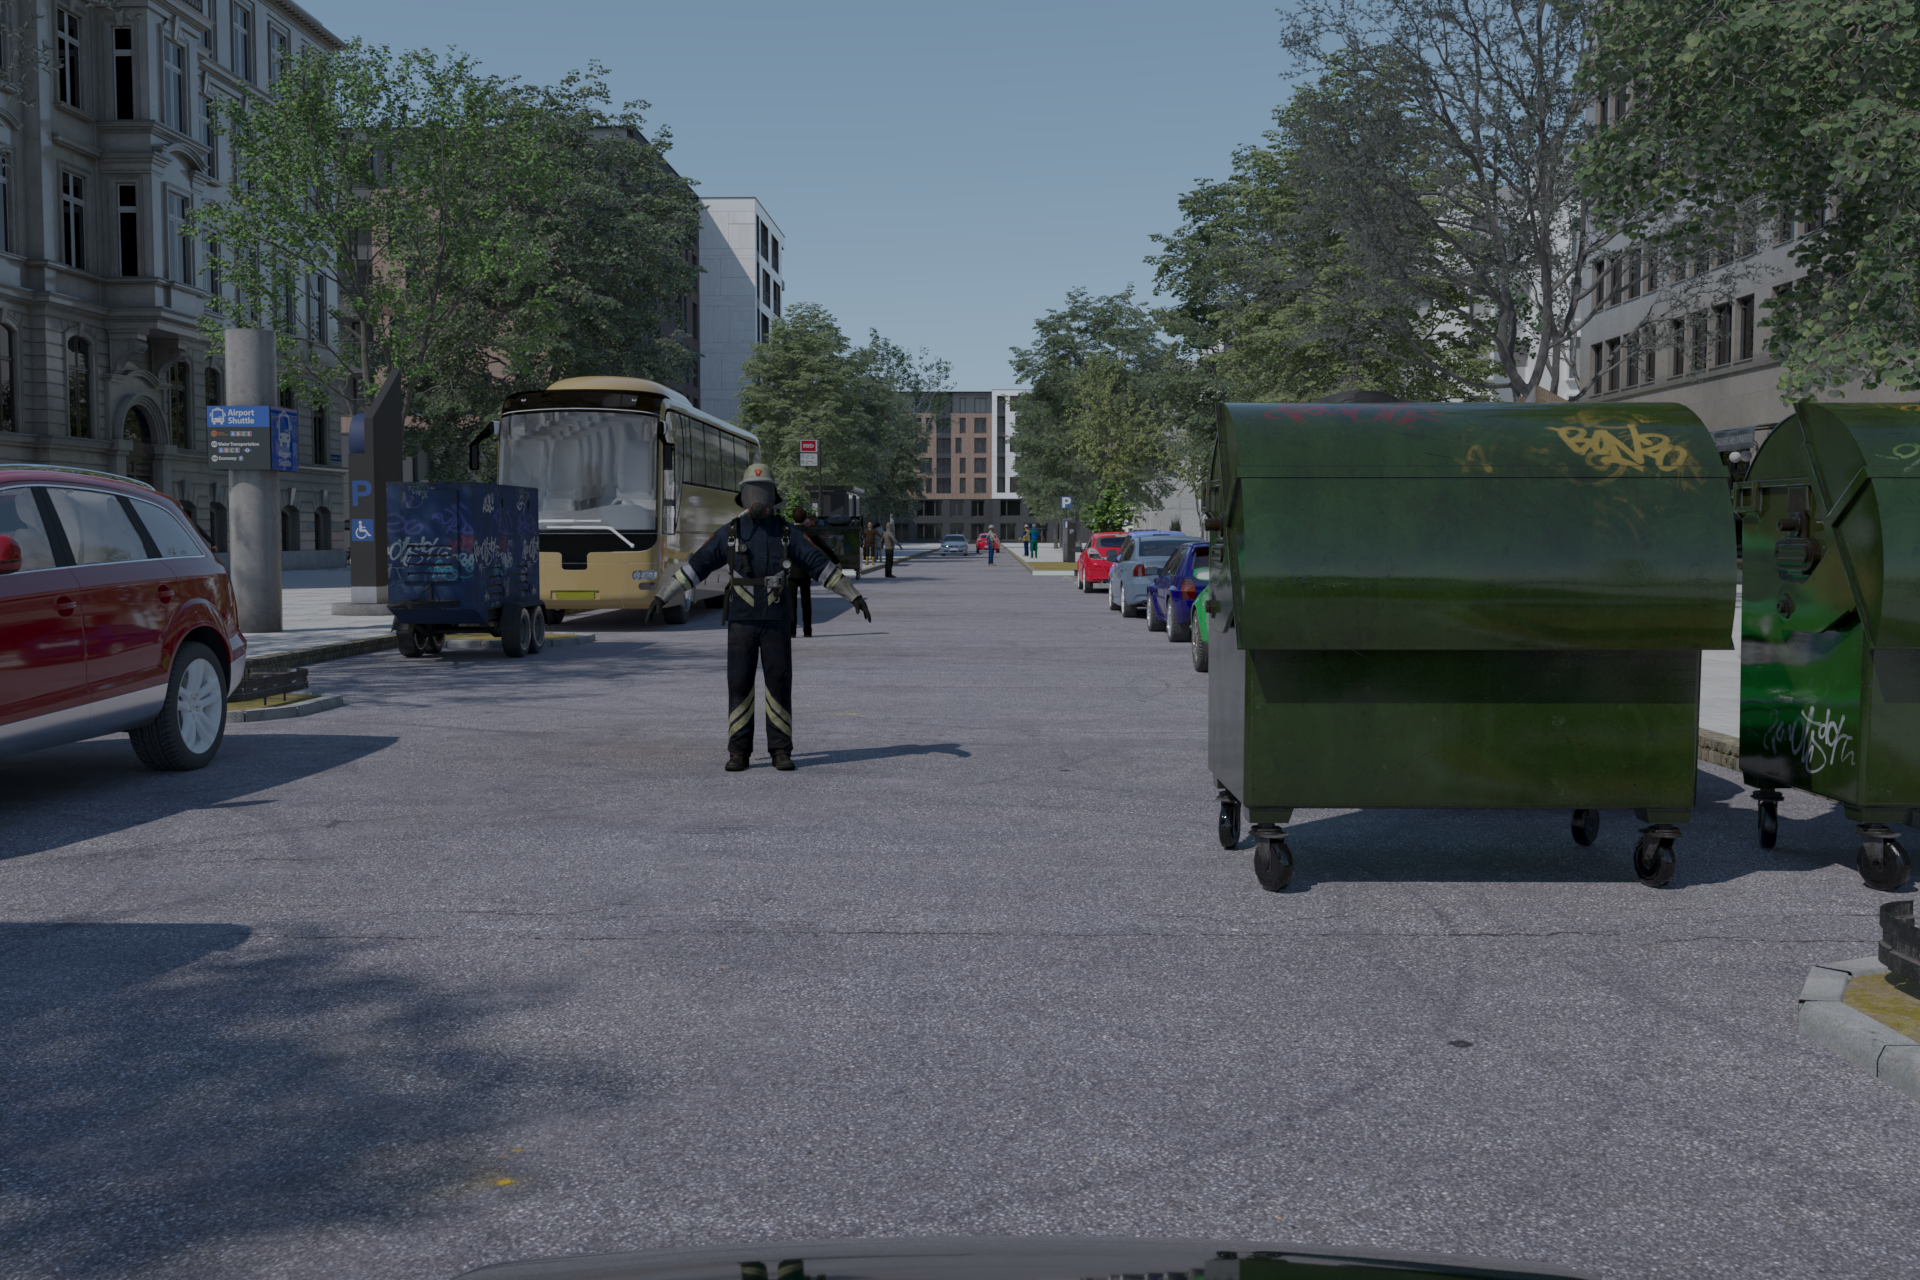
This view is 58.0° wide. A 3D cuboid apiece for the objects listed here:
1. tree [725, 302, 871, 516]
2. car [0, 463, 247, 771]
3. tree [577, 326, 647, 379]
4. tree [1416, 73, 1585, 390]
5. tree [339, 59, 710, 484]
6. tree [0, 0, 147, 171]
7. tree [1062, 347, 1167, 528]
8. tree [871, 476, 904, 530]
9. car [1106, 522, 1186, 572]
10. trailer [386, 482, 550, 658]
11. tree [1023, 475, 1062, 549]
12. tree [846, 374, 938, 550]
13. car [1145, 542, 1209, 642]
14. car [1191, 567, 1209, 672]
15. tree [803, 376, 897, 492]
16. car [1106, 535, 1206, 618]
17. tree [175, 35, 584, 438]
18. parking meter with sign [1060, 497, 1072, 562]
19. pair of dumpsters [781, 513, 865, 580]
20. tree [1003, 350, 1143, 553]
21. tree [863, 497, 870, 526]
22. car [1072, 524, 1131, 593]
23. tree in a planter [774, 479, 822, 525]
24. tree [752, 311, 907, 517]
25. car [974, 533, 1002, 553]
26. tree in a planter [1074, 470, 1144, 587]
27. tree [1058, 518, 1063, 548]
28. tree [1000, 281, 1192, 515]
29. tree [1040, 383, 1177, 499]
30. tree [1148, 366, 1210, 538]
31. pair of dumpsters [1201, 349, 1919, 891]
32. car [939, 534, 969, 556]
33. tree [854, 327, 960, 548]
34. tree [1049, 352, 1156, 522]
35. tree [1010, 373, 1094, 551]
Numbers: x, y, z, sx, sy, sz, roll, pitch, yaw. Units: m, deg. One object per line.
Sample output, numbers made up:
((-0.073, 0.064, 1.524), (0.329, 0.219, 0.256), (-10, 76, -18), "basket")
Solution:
((-7.974, -10.216, 85.159), (7.486, 12.596, 7.792), (0, 3, 0), "tree")
((-5.656, -0.023, 9.054), (2.281, 1.827, 5.304), (0, 4, 1), "car")
((-11.519, -6.424, 55.387), (4.360, 8.622, 3.978), (0, 3, 0), "tree")
((25.635, -13.180, 71.375), (12.611, 20.169, 13.585), (0, 3, 0), "tree")
((-11.462, -8.551, 46.471), (9.857, 13.997, 8.962), (0, 3, 0), "tree")
((-12.141, -6.301, 13.396), (12.009, 13.543, 11.850), (0, 3, 0), "tree")
((5.785, -7.186, 67.849), (4.737, 8.622, 4.395), (0, 3, 0), "tree")
((-6.844, -11.947, 145.703), (4.360, 8.622, 3.978), (0, 3, 0), "tree")
((3.976, -1.577, 35.376), (1.945, 1.707, 3.694), (0, 4, 1), "car")
((-5.771, -0.773, 19.688), (1.471, 1.999, 3.904), (0, 4, 1), "trailer")
((8.432, -14.093, 148.550), (7.486, 12.596, 7.792), (0, 3, 0), "tree")
((-6.637, -14.094, 137.093), (9.857, 13.997, 8.962), (0, 3, 0), "tree")
((3.623, -0.715, 24.273), (1.945, 1.354, 3.894), (0, 3, 0), "car")
((3.290, -0.477, 16.597), (1.959, 1.807, 4.718), (0, 4, 1), "car")
((-7.592, -11.315, 110.760), (9.928, 11.665, 9.643), (0, 3, 0), "tree")
((3.659, -1.160, 30.963), (2.014, 1.417, 4.499), (0, 4, 0), "car")
((-11.776, -6.709, 35.456), (9.928, 11.665, 9.643), (0, 3, 0), "tree")
((4.925, -5.108, 79.778), (0.543, 3.016, 1.738), (0, 4, 1), "parking meter with sign")
((-5.212, -3.011, 54.183), (4.436, 2.255, 1.574), (0, 4, 1), "pair of dumpsters")
((8.109, -13.048, 119.988), (9.857, 13.997, 8.962), (0, 3, 0), "tree")
((-7.497, -10.390, 120.234), (4.360, 8.622, 3.978), (0, 3, 0), "tree")
((3.912, -2.104, 43.445), (2.155, 1.783, 4.494), (0, 4, 1), "car")
((-5.350, -3.620, 56.409), (1.991, 3.239, 1.994), (0, 4, 1), "tree in a planter")
((-7.466, -11.750, 98.770), (9.857, 13.997, 8.962), (0, 3, 0), "tree")
((2.125, -7.554, 132.547), (2.155, 1.783, 4.494), (0, 3, 0), "car")
((4.181, -3.115, 48.149), (1.991, 3.239, 1.994), (0, 4, 1), "tree in a planter")
((9.435, -14.318, 159.846), (9.928, 11.665, 9.643), (0, 3, 0), "tree")
((7.086, -11.023, 86.876), (9.857, 13.997, 8.962), (0, 3, 0), "tree")
((8.012, -9.984, 97.658), (8.767, 10.594, 7.601), (0, 4, -3), "tree")
((10.340, -7.615, 74.872), (4.737, 8.622, 4.395), (0, 3, 0), "tree")
((3.264, -0.150, 7.403), (4.436, 2.255, 1.574), (0, 4, 1), "pair of dumpsters")
((-0.359, -6.228, 113.831), (2.014, 1.417, 4.499), (0, 4, 1), "car")
((-6.018, -18.449, 157.523), (12.611, 20.169, 13.585), (0, 3, 0), "tree")
((8.842, -11.574, 107.369), (7.486, 12.596, 7.792), (0, 3, 0), "tree")
((8.230, -13.886, 133.691), (9.857, 13.997, 8.962), (0, 3, 0), "tree")
